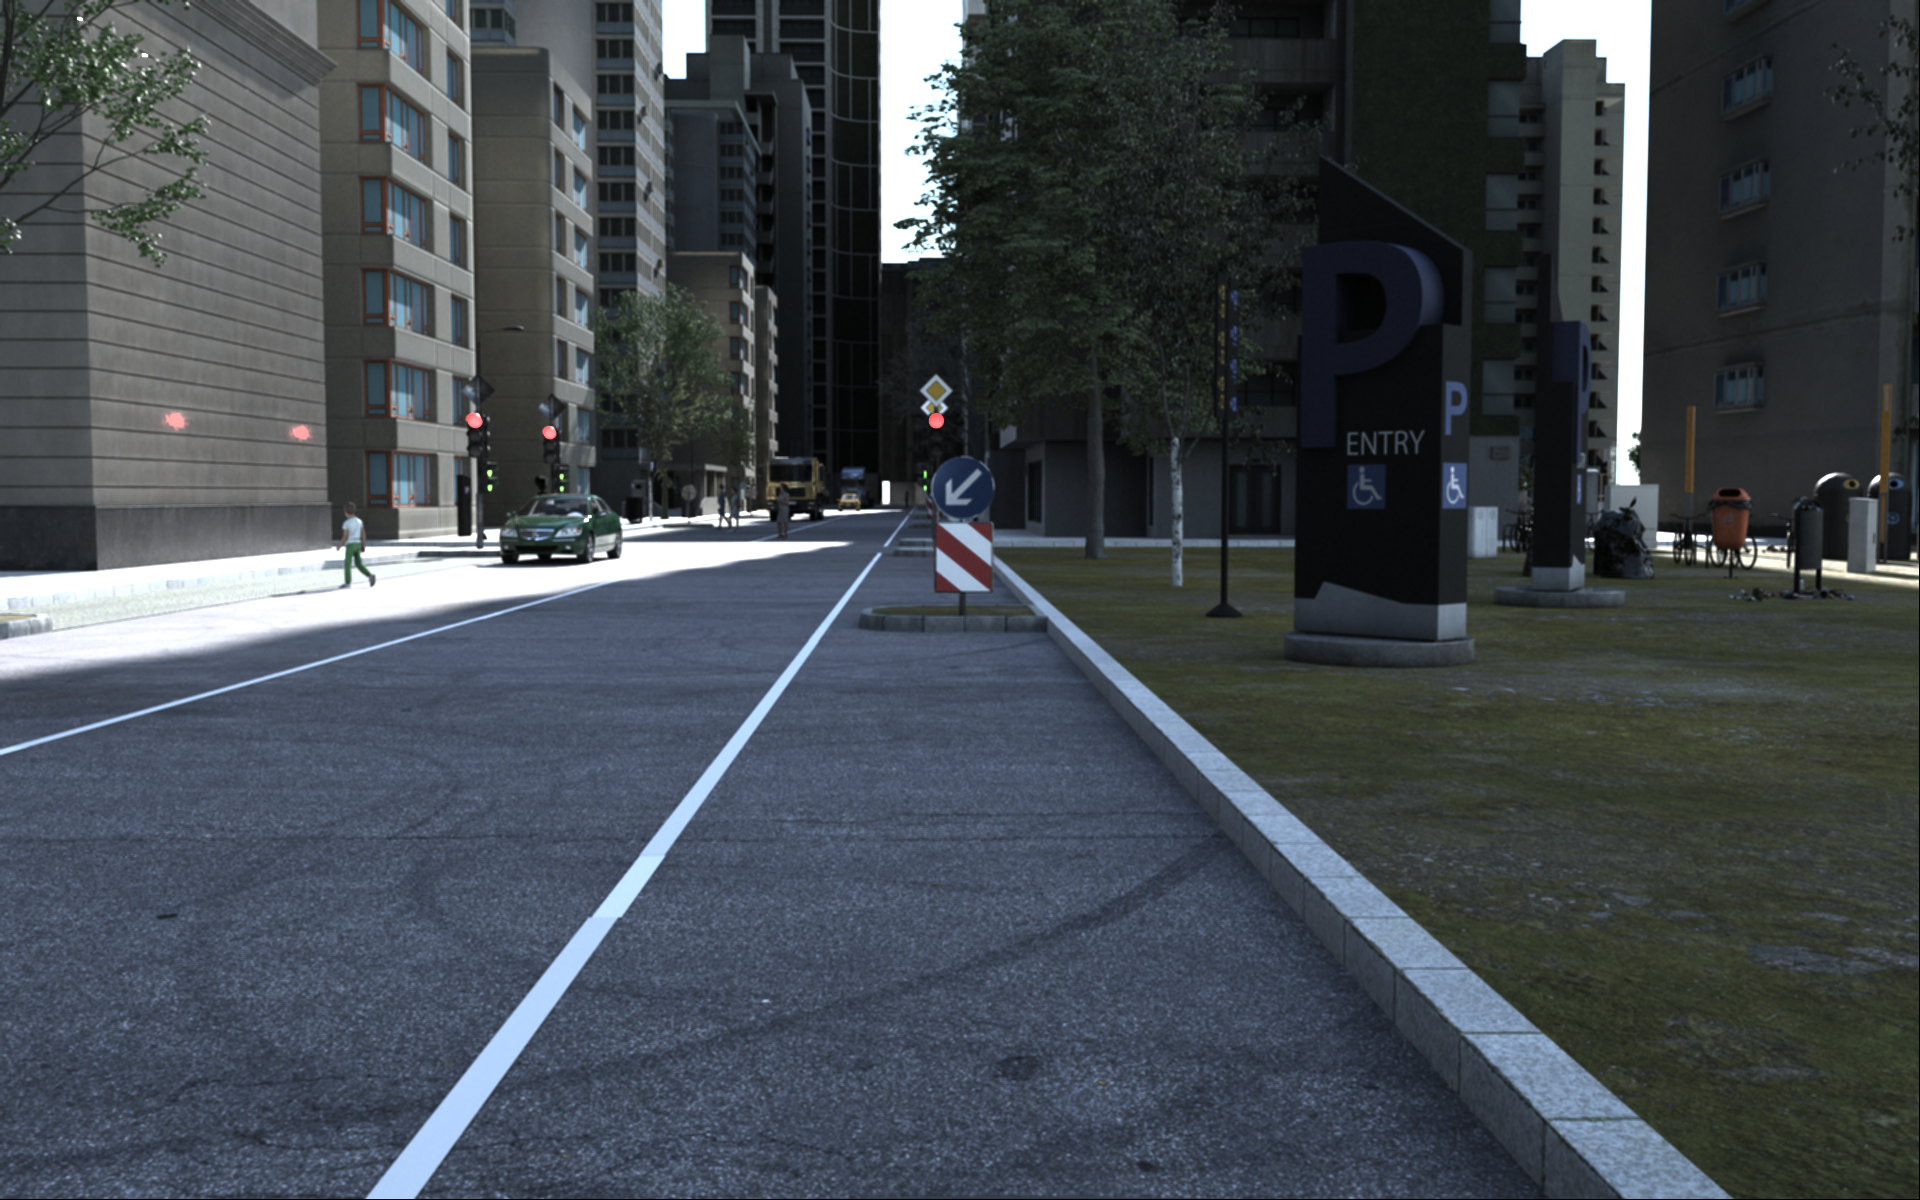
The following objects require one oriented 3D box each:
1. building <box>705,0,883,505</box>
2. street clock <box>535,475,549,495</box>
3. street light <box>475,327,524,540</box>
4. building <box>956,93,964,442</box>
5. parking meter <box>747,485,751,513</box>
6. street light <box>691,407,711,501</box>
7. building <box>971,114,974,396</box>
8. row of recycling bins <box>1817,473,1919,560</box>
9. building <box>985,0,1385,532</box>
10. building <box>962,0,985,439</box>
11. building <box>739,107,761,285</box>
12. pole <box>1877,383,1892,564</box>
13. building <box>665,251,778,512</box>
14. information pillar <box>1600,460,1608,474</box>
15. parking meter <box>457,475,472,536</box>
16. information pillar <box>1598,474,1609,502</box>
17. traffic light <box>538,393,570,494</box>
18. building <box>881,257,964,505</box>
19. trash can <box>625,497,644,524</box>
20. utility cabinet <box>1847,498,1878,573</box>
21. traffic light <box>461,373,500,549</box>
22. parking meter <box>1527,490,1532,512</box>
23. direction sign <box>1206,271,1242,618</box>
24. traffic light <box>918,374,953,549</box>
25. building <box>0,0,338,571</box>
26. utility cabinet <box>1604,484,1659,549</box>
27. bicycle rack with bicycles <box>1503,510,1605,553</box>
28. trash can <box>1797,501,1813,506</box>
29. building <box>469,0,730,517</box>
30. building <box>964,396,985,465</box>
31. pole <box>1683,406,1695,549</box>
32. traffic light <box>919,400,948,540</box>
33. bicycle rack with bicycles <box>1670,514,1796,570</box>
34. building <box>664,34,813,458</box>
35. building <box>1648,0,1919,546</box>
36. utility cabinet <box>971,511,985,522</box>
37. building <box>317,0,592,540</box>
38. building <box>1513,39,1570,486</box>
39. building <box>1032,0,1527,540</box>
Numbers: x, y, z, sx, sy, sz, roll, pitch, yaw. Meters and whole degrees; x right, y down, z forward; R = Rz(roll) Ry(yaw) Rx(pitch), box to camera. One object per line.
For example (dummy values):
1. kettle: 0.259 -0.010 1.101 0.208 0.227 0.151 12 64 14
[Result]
1. building: -20.154 -47.510 215.032 20.611 71.187 20.563 0 4 -1
2. street clock: -15.566 -3.668 64.537 0.471 2.002 0.358 -2 4 -32
3. street light: -12.795 -4.624 48.149 1.470 5.913 1.316 0 4 -1
4. building: 10.765 -34.532 184.210 23.786 49.044 30.456 0 4 -1
5. parking meter: -14.305 -6.823 117.272 0.255 1.863 0.399 0 4 -8
6. street light: -13.737 -7.321 92.240 1.470 5.913 1.316 0 4 -1
7. building: 7.783 -22.203 134.727 14.160 30.474 14.107 0 4 -1
8. row of recycling bins: 18.629 -1.634 33.835 3.534 1.692 1.069 1 4 20
9. building: 7.955 -18.201 69.292 14.160 30.474 14.107 0 4 -1
10. building: 13.807 -34.599 154.935 28.713 52.752 27.495 0 4 -1
11. building: -32.100 -28.843 163.470 32.217 40.220 23.993 0 4 -1
12. pole: 17.010 -2.326 31.865 0.158 3.312 0.155 0 3 0
13. building: -29.595 -17.899 137.689 27.650 21.520 28.899 0 4 -1
14. information pillar: 44.265 -7.809 119.025 0.504 3.616 0.183 2 4 31
15. parking meter: -15.028 -2.863 52.527 0.255 1.863 0.399 2 4 26
16. information pillar: 23.125 -3.539 62.359 0.304 2.012 0.304 -1 4 -10
17. traffic light: -11.343 -3.631 48.287 0.839 4.253 0.868 0 4 -1
18. building: -2.747 -27.057 214.077 14.107 30.474 14.160 0 4 -1
19. trash can: -14.023 -3.865 74.848 0.748 1.137 0.748 0 3 0
20. utility cabinet: 14.881 -1.063 28.539 0.306 1.237 1.020 3 4 36
21. traffic light: -11.181 -3.143 40.304 0.839 4.253 0.868 0 4 -1
22. parking meter: 28.889 -4.875 88.111 0.372 1.533 0.369 0 3 0
23. direction sign: 2.770 -1.595 18.069 0.379 3.537 0.876 1 4 22
24. traffic light: -0.573 -3.157 40.534 0.839 4.253 0.868 0 4 -1
25. building: -26.593 -14.451 33.541 25.104 27.353 12.463 0 4 -1
26. utility cabinet: 15.418 -1.906 39.834 1.173 1.500 0.318 0 4 -7
27. bicycle rack with bicycles: 13.068 -1.522 38.267 2.925 0.926 2.852 -3 5 -44
28. trash can: 17.888 -1.500 36.183 0.748 1.137 0.748 0 3 0
29. building: -30.867 -25.188 103.700 32.217 40.220 23.993 0 4 -1
30. building: 11.742 -48.554 106.533 22.319 86.520 31.000 0 4 -1
31. pole: 16.910 -2.833 40.158 0.158 3.312 0.155 0 3 0
32. traffic light: -0.735 -3.645 48.517 0.839 4.253 0.868 0 4 -1
33. bicycle rack with bicycles: 13.842 -1.041 30.403 2.852 0.926 2.925 1 4 18
34. building: -27.228 -34.519 188.083 21.600 48.544 21.300 0 4 -1
35. building: 34.244 -26.367 54.803 21.600 48.544 21.300 0 4 -1
36. utility cabinet: 0.982 -4.282 81.171 1.020 1.237 0.306 3 5 41
37. building: -29.676 -13.240 61.514 27.650 21.520 28.899 0 4 -1
38. building: 60.282 -34.618 189.704 21.600 48.544 21.300 0 4 -1
39. building: 8.416 -17.256 53.833 14.107 30.474 14.160 0 4 -1
